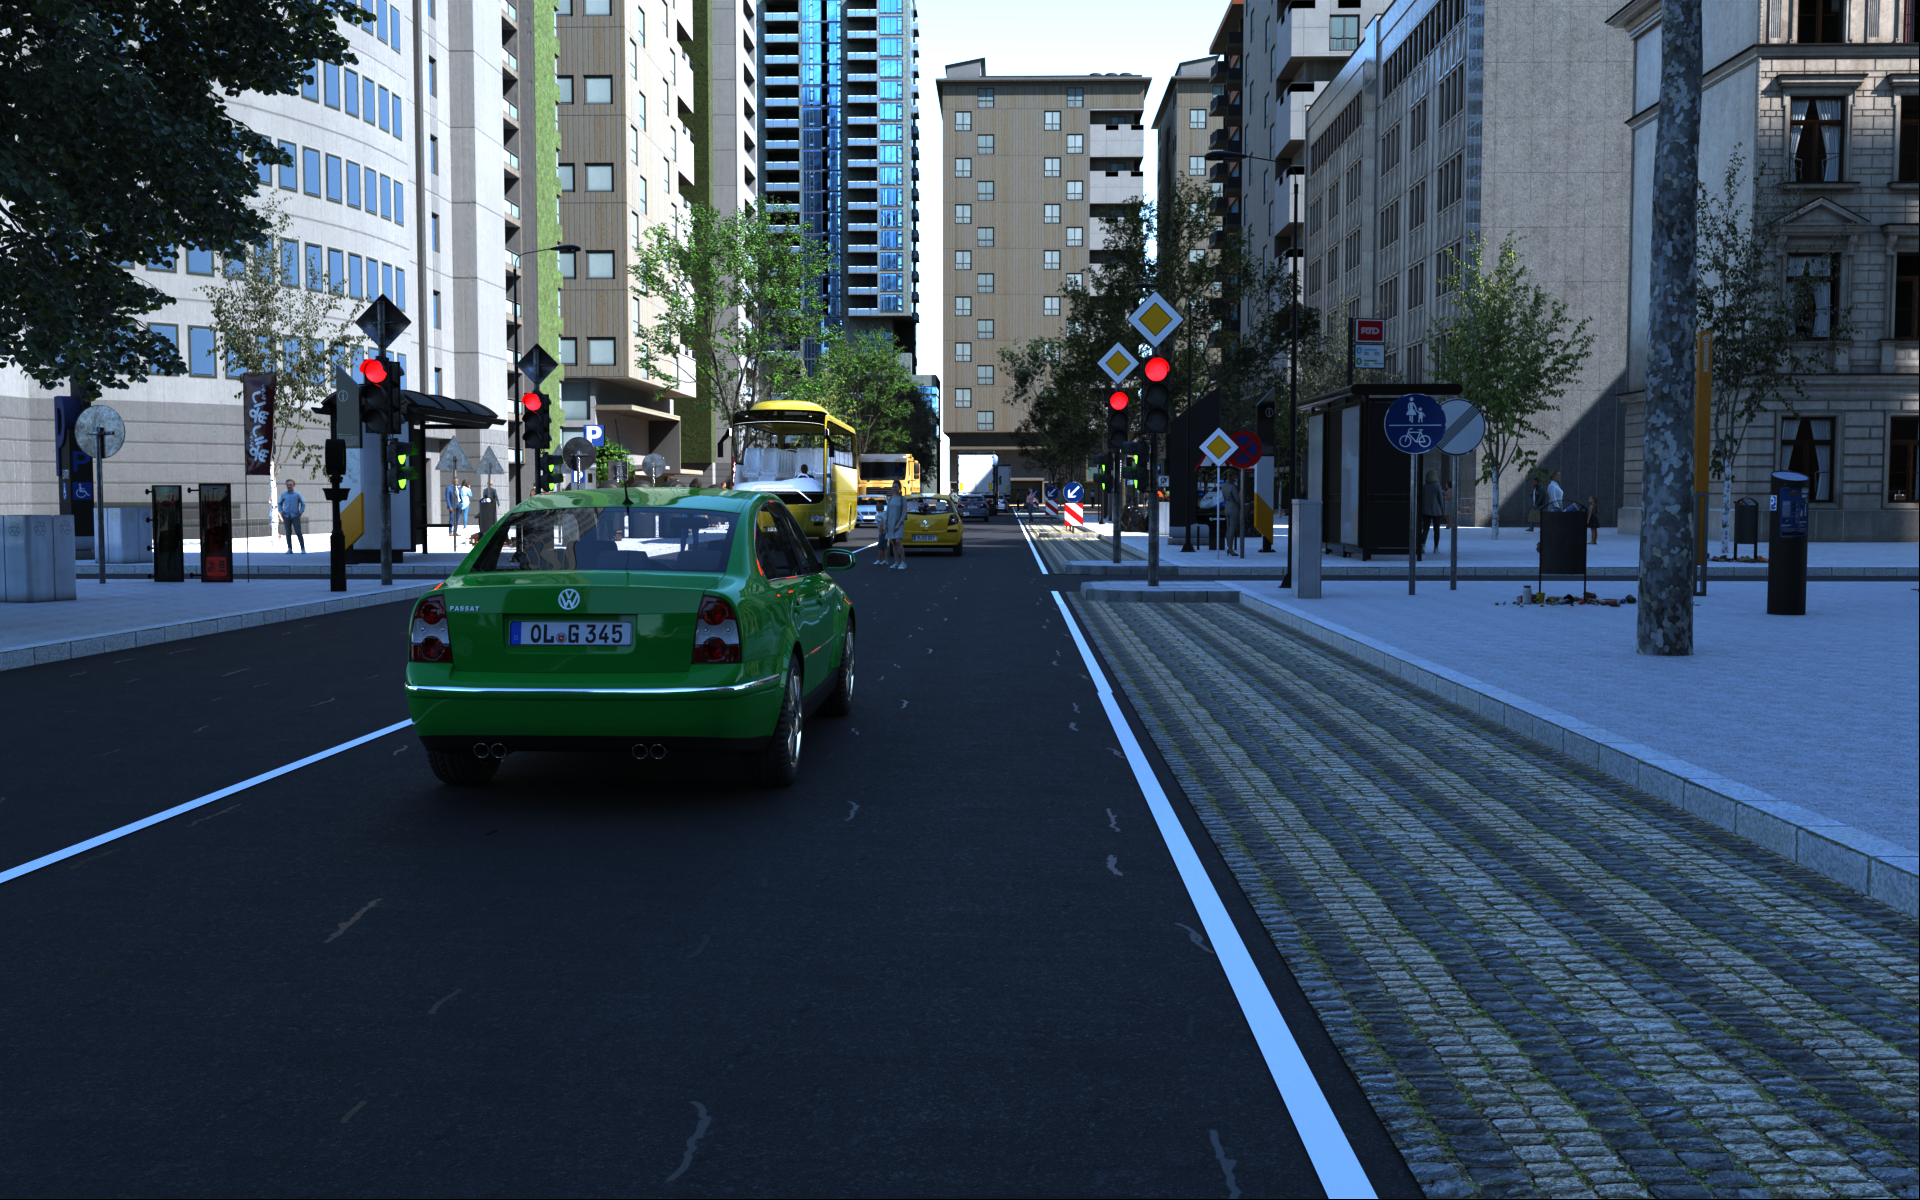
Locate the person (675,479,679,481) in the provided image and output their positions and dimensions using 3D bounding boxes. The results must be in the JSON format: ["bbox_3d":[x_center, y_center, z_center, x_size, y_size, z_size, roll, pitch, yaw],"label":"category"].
[{"bbox_3d":[-11.338,-3.925,69.583,0.474,1.900,0.648,-2,4,-34],"label":"person"}]

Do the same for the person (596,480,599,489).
[{"bbox_3d":[-14.105,-3.745,67.376,0.694,1.812,0.767,3,5,41],"label":"person"}]

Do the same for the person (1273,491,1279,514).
[{"bbox_3d":[20.034,-6.443,111.515,1.348,1.807,0.705,2,4,34],"label":"person"}]

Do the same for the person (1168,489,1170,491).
[{"bbox_3d":[14.177,-6.748,117.842,0.415,1.643,0.593,3,5,42],"label":"person"}]

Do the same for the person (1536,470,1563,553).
[{"bbox_3d":[12.727,-1.896,37.263,0.641,1.798,0.478,3,4,39],"label":"person"}]

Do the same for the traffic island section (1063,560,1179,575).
[{"bbox_3d":[2.935,-0.604,32.161,2.009,0.180,2.903,0,4,2],"label":"traffic island section"}]

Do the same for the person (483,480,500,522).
[{"bbox_3d":[-16.682,-3.373,61.607,0.576,1.772,0.534,-2,4,-24],"label":"person"}]

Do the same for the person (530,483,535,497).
[{"bbox_3d":[-20.024,-4.625,81.632,0.622,1.834,0.822,2,4,33],"label":"person"}]

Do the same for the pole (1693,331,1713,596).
[{"bbox_3d":[9.321,-1.708,21.767,0.158,3.312,0.155,0,3,0],"label":"pole"}]

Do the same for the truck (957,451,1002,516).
[{"bbox_3d":[1.301,-7.880,117.745,2.839,4.237,11.283,0,4,3],"label":"truck"}]

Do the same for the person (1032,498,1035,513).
[{"bbox_3d":[5.259,-7.197,126.706,0.617,1.759,0.750,-1,4,-18],"label":"person"}]

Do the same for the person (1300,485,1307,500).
[{"bbox_3d":[19.194,-5.533,96.932,0.576,1.772,0.534,3,4,37],"label":"person"}]

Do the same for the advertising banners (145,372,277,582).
[{"bbox_3d":[-10.831,-1.768,25.100,2.074,3.025,0.090,1,4,8],"label":"advertising banners"}]

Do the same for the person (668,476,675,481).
[{"bbox_3d":[-8.768,-2.883,53.150,0.822,1.834,0.622,0,4,-2],"label":"person"}]

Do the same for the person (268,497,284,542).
[{"bbox_3d":[-18.234,-2.146,46.143,0.382,1.210,0.505,-1,4,-16],"label":"person"}]

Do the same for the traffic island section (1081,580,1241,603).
[{"bbox_3d":[2.722,-0.116,24.179,2.009,0.180,2.903,0,4,2],"label":"traffic island section"}]

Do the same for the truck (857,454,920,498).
[{"bbox_3d":[-3.525,-5.480,85.529,3.469,3.379,9.791,0,4,2],"label":"truck"}]

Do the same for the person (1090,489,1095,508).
[{"bbox_3d":[12.063,-9.268,158.505,0.436,1.711,0.756,3,5,39],"label":"person"}]

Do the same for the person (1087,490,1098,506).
[{"bbox_3d":[13.797,-10.588,179.877,1.217,1.735,0.721,-1,4,-18],"label":"person"}]

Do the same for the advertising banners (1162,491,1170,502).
[{"bbox_3d":[9.378,-4.628,71.858,2.074,3.025,0.090,0,4,6],"label":"advertising banners"}]

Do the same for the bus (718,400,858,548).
[{"bbox_3d":[-4.543,-3.516,49.026,2.896,3.916,12.252,0,4,0],"label":"bus"}]

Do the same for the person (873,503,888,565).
[{"bbox_3d":[-1.597,-1.342,35.134,0.332,1.250,0.352,-3,4,-35],"label":"person"}]

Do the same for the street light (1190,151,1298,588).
[{"bbox_3d":[4.004,-3.122,23.587,1.470,5.913,1.316,0,4,2],"label":"street light"}]

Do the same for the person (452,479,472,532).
[{"bbox_3d":[-16.912,-3.210,58.787,0.793,1.790,0.793,-2,4,-26],"label":"person"}]

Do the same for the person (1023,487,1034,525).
[{"bbox_3d":[3.263,-4.352,80.240,0.643,1.750,0.593,-3,4,-37],"label":"person"}]

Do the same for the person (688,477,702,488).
[{"bbox_3d":[-5.790,-1.736,37.152,0.793,1.790,0.793,3,5,44],"label":"person"}]

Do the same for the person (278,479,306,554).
[{"bbox_3d":[-14.294,-1.785,37.040,0.589,1.601,0.330,0,4,-3],"label":"person"}]

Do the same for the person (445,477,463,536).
[{"bbox_3d":[-15.445,-2.852,52.850,0.419,1.800,0.721,2,4,24],"label":"person"}]

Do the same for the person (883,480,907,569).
[{"bbox_3d":[-1.211,-1.452,33.250,0.512,1.701,0.522,2,4,30],"label":"person"}]

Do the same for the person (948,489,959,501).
[{"bbox_3d":[-0.591,-7.239,126.938,1.350,1.814,0.705,1,4,21],"label":"person"}]

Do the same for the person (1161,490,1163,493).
[{"bbox_3d":[20.063,-10.080,171.676,1.217,1.723,0.721,0,4,-1],"label":"person"}]

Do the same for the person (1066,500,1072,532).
[{"bbox_3d":[4.164,-3.214,65.718,0.362,1.253,0.373,-1,4,-15],"label":"person"}]

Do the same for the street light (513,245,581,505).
[{"bbox_3d":[-7.758,-3.662,32.418,1.470,5.913,1.316,0,4,2],"label":"street light"}]

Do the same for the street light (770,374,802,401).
[{"bbox_3d":[-6.821,-5.799,67.361,1.470,5.913,1.316,0,4,2],"label":"street light"}]

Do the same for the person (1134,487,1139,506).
[{"bbox_3d":[12.360,-7.041,121.239,0.705,1.814,1.350,0,4,-2],"label":"person"}]

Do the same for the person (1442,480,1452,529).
[{"bbox_3d":[17.893,-3.502,63.664,0.532,1.782,0.716,1,4,19],"label":"person"}]

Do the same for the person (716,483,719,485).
[{"bbox_3d":[-11.664,-4.710,83.305,0.600,1.795,0.529,-2,4,-30],"label":"person"}]

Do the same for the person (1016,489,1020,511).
[{"bbox_3d":[4.815,-8.331,144.720,0.705,1.823,1.348,0,4,7],"label":"person"}]

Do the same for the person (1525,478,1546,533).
[{"bbox_3d":[19.078,-3.133,57.252,0.713,1.824,0.794,1,4,12],"label":"person"}]

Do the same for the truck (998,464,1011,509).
[{"bbox_3d":[3.492,-10.815,165.746,2.839,4.237,11.283,0,4,1],"label":"truck"}]

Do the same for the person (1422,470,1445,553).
[{"bbox_3d":[10.111,-1.910,37.460,0.709,1.800,0.728,3,4,36],"label":"person"}]

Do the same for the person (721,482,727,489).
[{"bbox_3d":[-10.699,-4.432,78.418,0.656,1.842,0.836,-1,4,-16],"label":"person"}]

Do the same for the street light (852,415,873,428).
[{"bbox_3d":[-5.795,-7.917,101.980,1.470,5.913,1.316,0,4,2],"label":"street light"}]

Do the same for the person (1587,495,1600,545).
[{"bbox_3d":[16.055,-2.038,44.031,0.362,1.253,0.373,-3,5,-44],"label":"person"}]

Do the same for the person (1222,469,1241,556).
[{"bbox_3d":[5.700,-1.810,35.918,0.573,1.790,0.520,-3,4,-39],"label":"person"}]

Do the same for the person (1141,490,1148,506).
[{"bbox_3d":[19.407,-10.669,181.193,1.217,1.736,0.721,-2,4,-30],"label":"person"}]
